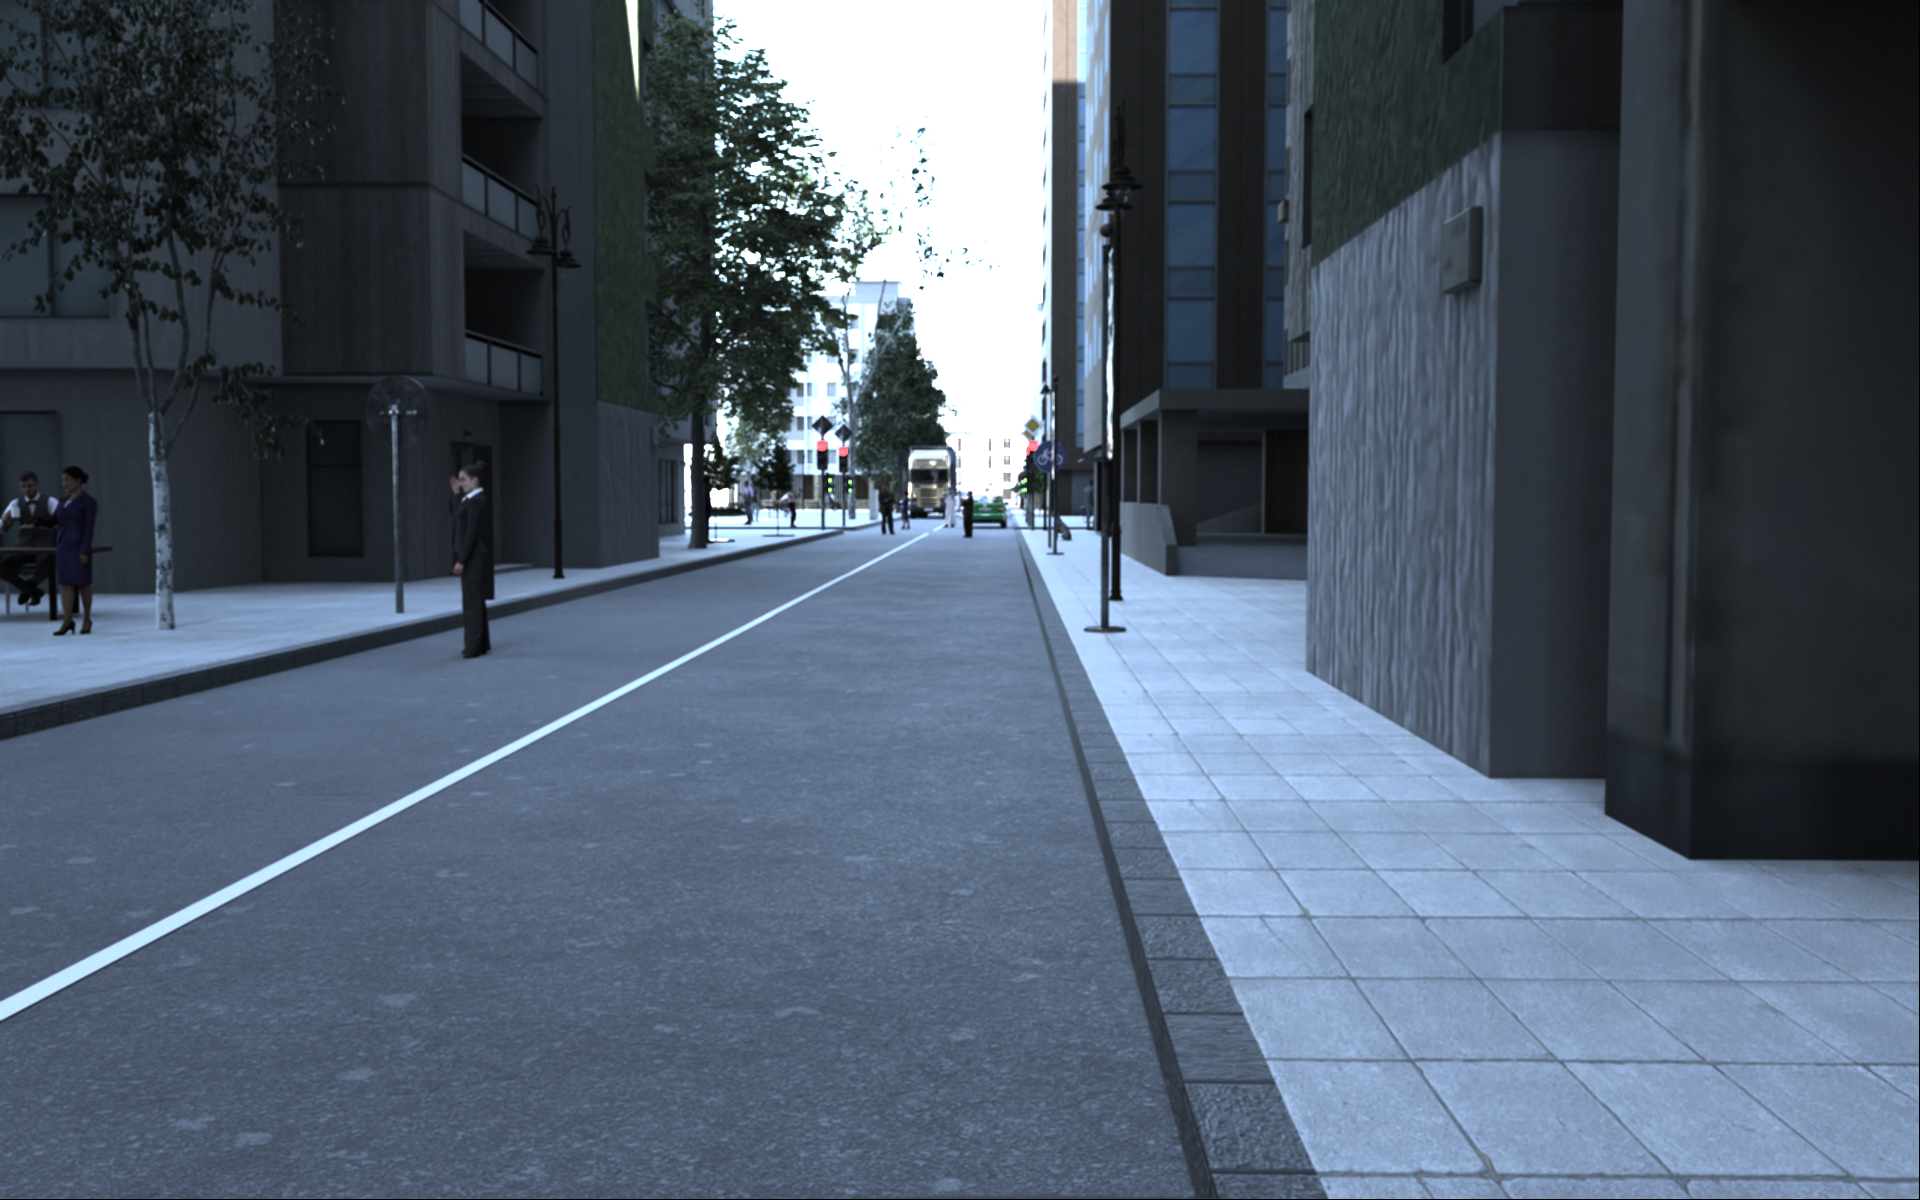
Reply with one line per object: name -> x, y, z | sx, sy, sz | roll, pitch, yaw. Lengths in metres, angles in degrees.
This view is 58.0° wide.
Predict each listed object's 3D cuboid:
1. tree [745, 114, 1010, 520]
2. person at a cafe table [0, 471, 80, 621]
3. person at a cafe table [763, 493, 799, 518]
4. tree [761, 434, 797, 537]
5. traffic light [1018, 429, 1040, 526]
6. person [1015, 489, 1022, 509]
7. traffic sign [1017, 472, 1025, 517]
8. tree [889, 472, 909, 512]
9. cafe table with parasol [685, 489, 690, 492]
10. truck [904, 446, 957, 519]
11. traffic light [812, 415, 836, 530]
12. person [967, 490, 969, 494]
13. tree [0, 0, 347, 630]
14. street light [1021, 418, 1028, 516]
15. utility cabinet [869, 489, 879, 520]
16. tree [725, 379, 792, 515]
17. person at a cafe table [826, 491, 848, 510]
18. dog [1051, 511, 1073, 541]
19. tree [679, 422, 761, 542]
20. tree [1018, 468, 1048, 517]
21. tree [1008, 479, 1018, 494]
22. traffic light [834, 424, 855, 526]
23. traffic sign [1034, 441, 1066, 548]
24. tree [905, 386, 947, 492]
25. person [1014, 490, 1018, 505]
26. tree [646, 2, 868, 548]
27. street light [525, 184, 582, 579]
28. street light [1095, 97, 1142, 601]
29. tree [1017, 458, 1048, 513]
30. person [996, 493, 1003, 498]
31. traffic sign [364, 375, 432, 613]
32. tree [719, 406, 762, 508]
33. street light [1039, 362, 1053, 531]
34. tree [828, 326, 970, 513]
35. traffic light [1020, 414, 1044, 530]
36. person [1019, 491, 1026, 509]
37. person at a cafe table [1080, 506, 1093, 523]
tree -> -4.175, -14.068, 85.907 | 12.611, 20.169, 13.585 | 0, 3, 0
person at a cafe table -> -9.830, -0.586, 18.100 | 1.698, 1.524, 1.622 | -1, 4, -11
person at a cafe table -> -9.524, -5.228, 93.988 | 1.698, 1.524, 1.622 | -3, 5, -41
tree -> -5.528, -3.561, 52.826 | 1.663, 3.219, 1.824 | 0, 3, 0
traffic light -> 2.750, -4.898, 69.007 | 0.839, 4.253, 0.868 | 0, 4, 1
person -> 5.253, -8.546, 146.471 | 1.217, 1.736, 0.721 | 0, 4, -5
traffic sign -> 3.625, -6.003, 98.262 | 0.768, 2.556, 0.104 | 1, 4, 10
tree -> -4.689, -8.031, 125.908 | 1.663, 3.219, 1.824 | 0, 3, 0
cafe table with parasol -> -20.731, -7.342, 124.899 | 2.610, 1.966, 2.610 | -1, 4, -19
truck -> -1.618, -7.048, 104.140 | 2.839, 4.237, 11.283 | 0, 4, 2
traffic light -> -4.835, -4.421, 61.198 | 0.839, 4.253, 0.868 | 0, 4, 1
person -> 0.817, -10.413, 178.883 | 0.705, 1.807, 1.348 | -1, 4, -13
tree -> -7.503, -4.010, 15.929 | 4.360, 8.622, 3.978 | 0, 3, 0
street light -> 3.971, -7.954, 102.836 | 0.468, 5.910, 1.993 | 0, 4, 1
utility cabinet -> -4.180, -4.604, 83.960 | 0.318, 1.500, 1.173 | 0, 4, 6
tree -> -12.552, -9.528, 106.137 | 4.737, 8.622, 4.395 | 0, 3, 0
person at a cafe table -> -9.966, -8.009, 139.454 | 1.622, 1.524, 1.698 | -2, 4, -28
dog -> 2.883, -2.049, 47.887 | 0.513, 0.831, 0.800 | -3, 5, -42
tree -> -6.512, -3.174, 46.496 | 1.663, 3.219, 1.824 | 0, 3, 0
tree -> 4.325, -6.253, 96.835 | 1.663, 3.219, 1.824 | 0, 3, 0
tree -> 7.260, -13.833, 220.777 | 1.663, 3.219, 1.824 | 0, 3, 0
traffic light -> -4.629, -4.909, 69.181 | 0.839, 4.253, 0.868 | 0, 4, 1
traffic sign -> 2.152, -2.528, 41.441 | 0.768, 2.556, 0.104 | 0, 4, 7
tree -> -4.687, -13.513, 139.063 | 7.486, 12.596, 7.792 | 0, 3, 0
person -> 6.335, -11.565, 195.838 | 0.721, 1.736, 1.217 | -1, 4, -12
tree -> -5.783, -7.497, 40.697 | 7.486, 12.596, 7.792 | 0, 3, 0
street light -> -6.112, -3.267, 26.207 | 0.468, 5.910, 1.993 | 0, 4, 1
street light -> 1.884, -2.934, 20.761 | 0.468, 5.910, 1.993 | 0, 4, 1
tree -> 5.332, -8.170, 117.299 | 4.285, 4.588, 4.351 | 0, 3, 0
person -> 4.356, -11.864, 202.618 | 1.348, 1.807, 0.705 | 0, 4, -1
traffic sign -> -6.041, -1.131, 18.601 | 0.768, 2.556, 0.104 | 1, 4, 8
tree -> -17.807, -11.462, 137.759 | 4.360, 8.622, 3.978 | 0, 3, 0
street light -> 2.986, -5.374, 60.649 | 0.468, 5.910, 1.993 | 0, 4, 1
tree -> -4.012, -12.187, 116.266 | 9.611, 12.733, 9.660 | 0, 3, 0
traffic light -> 2.544, -4.410, 61.025 | 0.839, 4.253, 0.868 | 0, 4, 1
person -> 5.521, -8.878, 151.922 | 0.721, 1.736, 1.217 | 3, 4, 36
person at a cafe table -> 6.285, -4.226, 77.618 | 1.622, 1.524, 1.698 | 0, 4, -2
